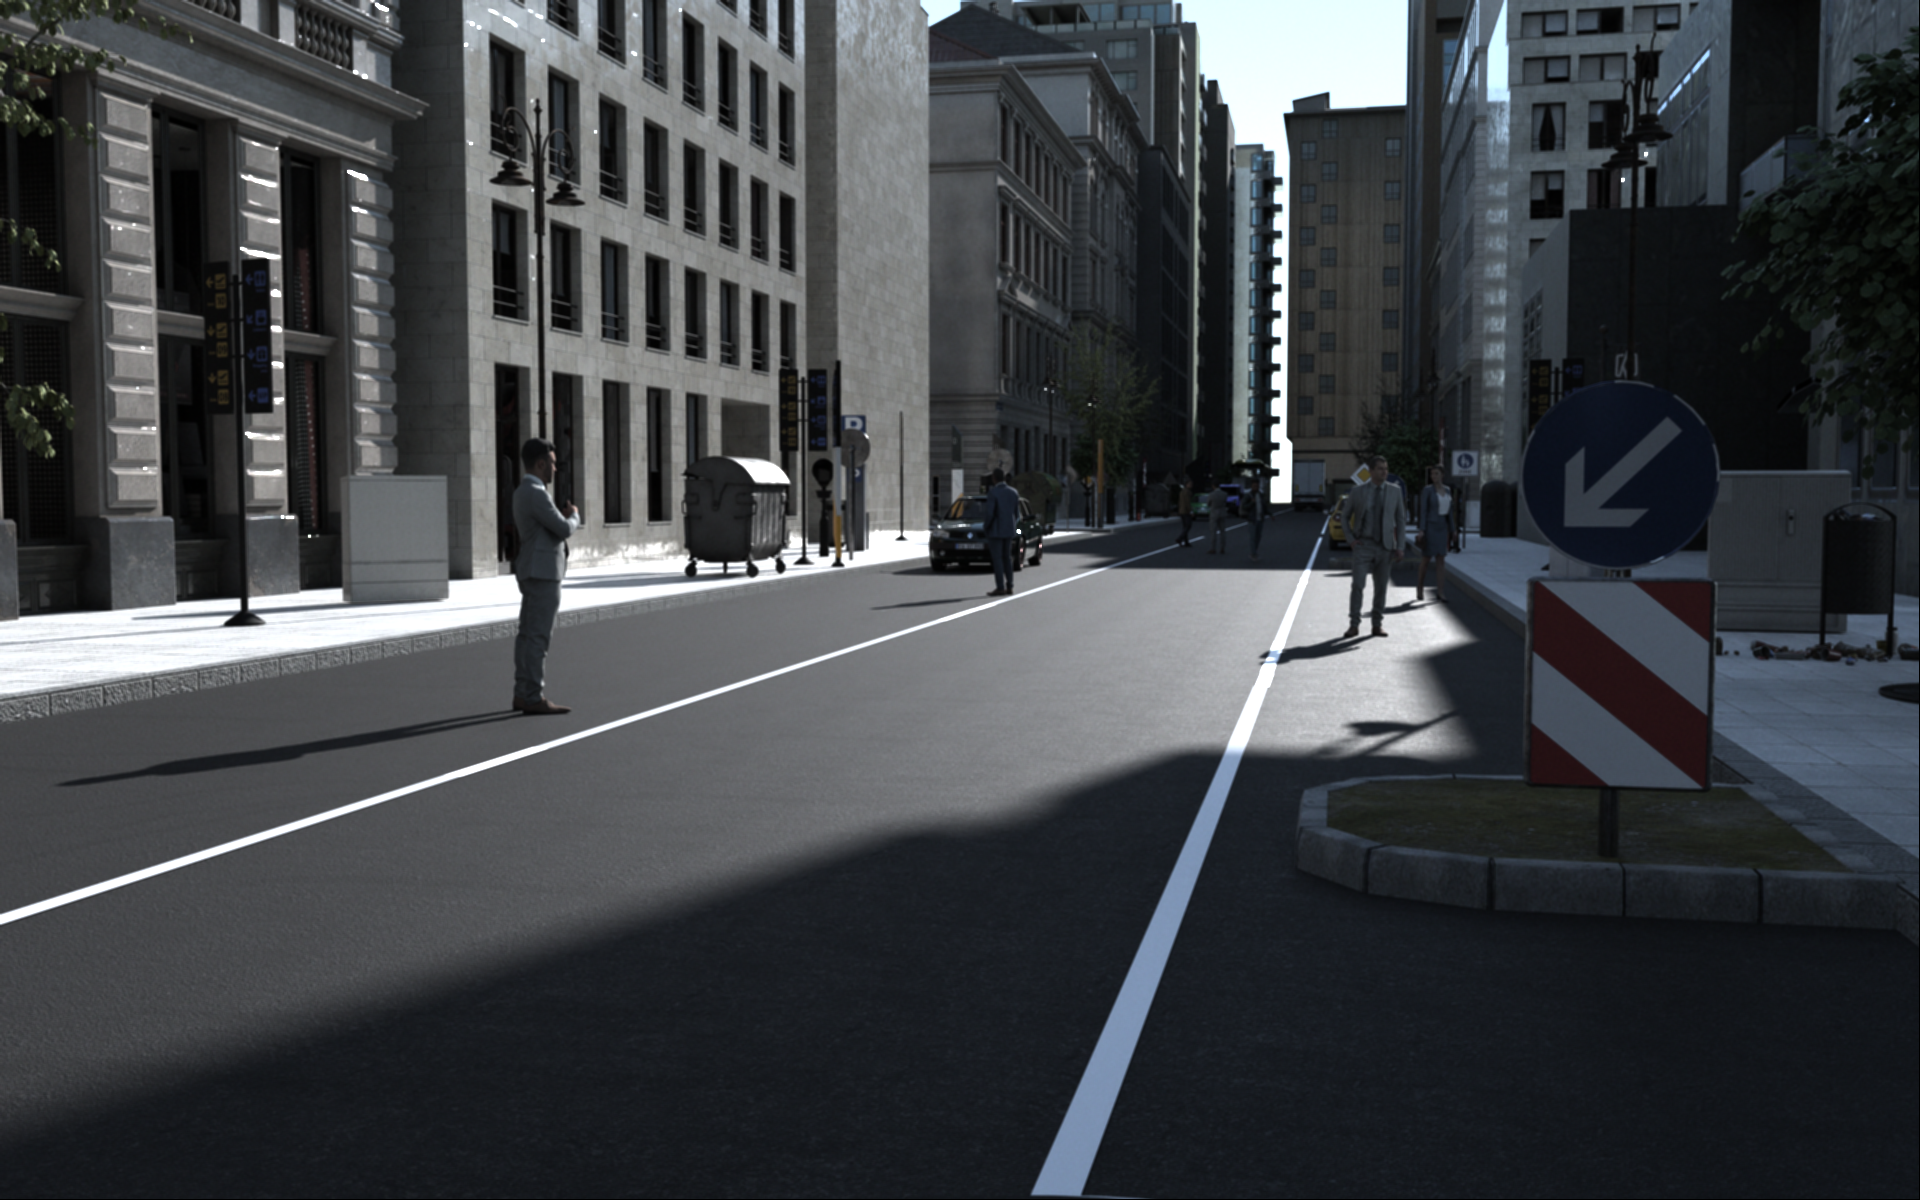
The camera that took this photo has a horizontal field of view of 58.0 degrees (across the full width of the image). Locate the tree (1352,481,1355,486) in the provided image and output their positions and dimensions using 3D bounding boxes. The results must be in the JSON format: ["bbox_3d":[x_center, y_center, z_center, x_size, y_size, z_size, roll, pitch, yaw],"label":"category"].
[{"bbox_3d":[21.155,-5.923,80.548,4.285,4.588,4.351,0,3,0],"label":"tree"}]

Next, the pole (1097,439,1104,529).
[{"bbox_3d":[5.221,-4.313,64.368,0.158,3.312,0.155,0,3,0],"label":"pole"}]

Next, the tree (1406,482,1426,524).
[{"bbox_3d":[19.735,-4.915,74.966,1.663,3.219,1.824,0,3,0],"label":"tree"}]

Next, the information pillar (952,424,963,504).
[{"bbox_3d":[-0.092,-4.074,57.963,0.183,3.616,0.504,-3,5,-42],"label":"information pillar"}]

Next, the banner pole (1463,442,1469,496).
[{"bbox_3d":[24.360,-5.712,83.404,0.401,3.779,0.863,2,4,33],"label":"banner pole"}]

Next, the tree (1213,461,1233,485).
[{"bbox_3d":[26.480,-11.356,169.380,4.285,4.588,4.351,0,3,0],"label":"tree"}]

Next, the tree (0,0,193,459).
[{"bbox_3d":[-6.901,-3.672,10.396,4.737,8.622,4.395,0,3,0],"label":"tree"}]

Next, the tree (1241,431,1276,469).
[{"bbox_3d":[34.375,-15.271,200.047,4.360,8.622,3.978,0,3,0],"label":"tree"}]

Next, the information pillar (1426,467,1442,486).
[{"bbox_3d":[12.661,-2.557,46.301,0.304,2.012,0.304,-3,5,-39],"label":"information pillar"}]

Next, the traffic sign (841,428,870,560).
[{"bbox_3d":[-2.115,-2.047,33.581,0.768,2.556,0.104,1,4,18],"label":"traffic sign"}]

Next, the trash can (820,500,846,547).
[{"bbox_3d":[-3.038,-1.860,42.067,0.748,1.137,0.748,0,3,0],"label":"trash can"}]

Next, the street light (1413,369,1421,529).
[{"bbox_3d":[16.707,-5.512,62.903,0.468,5.910,1.993,1,4,12],"label":"street light"}]

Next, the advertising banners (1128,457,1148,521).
[{"bbox_3d":[8.416,-5.238,81.823,0.090,3.025,2.074,2,4,31],"label":"advertising banners"}]

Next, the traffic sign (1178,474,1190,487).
[{"bbox_3d":[14.038,-6.644,108.727,0.768,2.556,0.104,1,4,21],"label":"traffic sign"}]

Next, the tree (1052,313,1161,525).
[{"bbox_3d":[5.806,-7.376,70.955,4.737,8.622,4.395,0,3,0],"label":"tree"}]

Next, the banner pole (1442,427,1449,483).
[{"bbox_3d":[17.980,-4.541,64.259,0.401,3.779,0.863,2,4,33],"label":"banner pole"}]

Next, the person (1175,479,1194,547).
[{"bbox_3d":[6.119,-2.351,46.852,0.656,1.842,0.836,3,5,40],"label":"person"}]

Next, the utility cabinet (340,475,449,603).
[{"bbox_3d":[-6.712,-0.728,20.577,1.173,1.500,0.318,-3,4,-38],"label":"utility cabinet"}]

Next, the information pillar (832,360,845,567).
[{"bbox_3d":[-2.171,-2.400,30.591,0.183,3.616,0.504,-1,4,-11],"label":"information pillar"}]

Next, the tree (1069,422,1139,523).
[{"bbox_3d":[6.295,-5.665,76.341,4.285,4.588,4.351,0,3,0],"label":"tree"}]

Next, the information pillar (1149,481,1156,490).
[{"bbox_3d":[11.021,-5.788,99.130,0.304,2.012,0.304,0,4,-6],"label":"information pillar"}]

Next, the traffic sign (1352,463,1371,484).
[{"bbox_3d":[12.895,-3.158,55.273,0.795,2.450,0.064,1,4,12],"label":"traffic sign"}]

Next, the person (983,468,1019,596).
[{"bbox_3d":[0.593,-0.969,24.518,0.419,1.800,0.721,3,5,41],"label":"person"}]

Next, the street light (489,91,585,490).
[{"bbox_3d":[-4.933,-2.913,20.411,0.468,5.910,1.993,1,4,12],"label":"street light"}]

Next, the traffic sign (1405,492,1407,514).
[{"bbox_3d":[21.417,-5.080,83.171,0.768,2.556,0.104,1,4,15],"label":"traffic sign"}]

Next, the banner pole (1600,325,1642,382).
[{"bbox_3d":[9.682,-2.176,25.595,0.401,3.779,0.863,-2,4,-35],"label":"banner pole"}]

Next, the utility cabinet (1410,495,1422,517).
[{"bbox_3d":[26.024,-5.314,98.038,1.020,1.237,0.306,0,4,-7],"label":"utility cabinet"}]

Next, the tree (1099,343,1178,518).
[{"bbox_3d":[8.613,-8.252,85.279,4.360,8.622,3.978,0,3,0],"label":"tree"}]

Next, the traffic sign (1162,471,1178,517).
[{"bbox_3d":[11.609,-5.861,95.830,0.884,2.594,0.081,1,4,16],"label":"traffic sign"}]

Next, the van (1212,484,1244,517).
[{"bbox_3d":[16.733,-6.365,108.448,2.240,2.365,5.245,1,4,13],"label":"van"}]

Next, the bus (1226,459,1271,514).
[{"bbox_3d":[21.057,-8.199,125.593,2.896,3.916,12.252,1,4,12],"label":"bus"}]

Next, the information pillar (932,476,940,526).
[{"bbox_3d":[-0.970,-3.963,69.286,0.304,2.012,0.304,0,4,-1],"label":"information pillar"}]

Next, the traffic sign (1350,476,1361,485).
[{"bbox_3d":[14.598,-3.635,63.075,0.795,2.450,0.064,1,4,12],"label":"traffic sign"}]

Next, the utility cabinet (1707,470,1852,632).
[{"bbox_3d":[7.604,-0.455,16.120,1.173,1.500,0.318,1,4,20],"label":"utility cabinet"}]

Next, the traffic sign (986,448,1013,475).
[{"bbox_3d":[1.105,-2.953,48.389,0.768,2.556,0.104,1,4,13],"label":"traffic sign"}]

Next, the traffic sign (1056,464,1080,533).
[{"bbox_3d":[3.574,-3.283,57.321,0.795,2.450,0.064,1,4,12],"label":"traffic sign"}]

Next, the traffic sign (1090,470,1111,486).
[{"bbox_3d":[5.277,-3.760,65.123,0.795,2.450,0.064,1,4,12],"label":"traffic sign"}]

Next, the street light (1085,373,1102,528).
[{"bbox_3d":[5.100,-5.711,66.171,0.468,5.910,1.993,1,4,12],"label":"street light"}]

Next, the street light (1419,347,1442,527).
[{"bbox_3d":[14.832,-4.994,54.444,0.468,5.910,1.993,1,4,12],"label":"street light"}]

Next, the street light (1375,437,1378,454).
[{"bbox_3d":[32.548,-9.949,135.447,0.468,5.910,1.993,1,4,12],"label":"street light"}]

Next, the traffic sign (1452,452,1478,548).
[{"bbox_3d":[11.901,-2.368,40.844,0.606,2.300,0.079,1,4,17],"label":"traffic sign"}]

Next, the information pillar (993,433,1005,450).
[{"bbox_3d":[1.466,-4.545,65.662,0.504,3.616,0.183,0,4,7],"label":"information pillar"}]

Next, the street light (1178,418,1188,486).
[{"bbox_3d":[13.337,-8.008,103.720,0.468,5.910,1.993,1,4,12],"label":"street light"}]

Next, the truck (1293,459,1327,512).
[{"bbox_3d":[29.254,-9.540,144.889,2.839,4.237,11.283,1,4,12],"label":"truck"}]

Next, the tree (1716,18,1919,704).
[{"bbox_3d":[6.521,-1.653,10.748,4.285,4.588,4.351,0,3,0],"label":"tree"}]

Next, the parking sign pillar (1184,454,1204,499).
[{"bbox_3d":[15.603,-7.785,115.755,1.447,3.967,1.447,-1,4,-20],"label":"parking sign pillar"}]

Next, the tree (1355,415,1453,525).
[{"bbox_3d":[18.680,-5.372,71.547,4.285,4.588,4.351,0,3,0],"label":"tree"}]

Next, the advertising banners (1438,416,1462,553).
[{"bbox_3d":[10.831,-2.579,38.348,0.090,3.025,2.074,0,4,3],"label":"advertising banners"}]

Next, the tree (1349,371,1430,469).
[{"bbox_3d":[25.686,-9.318,102.713,4.360,8.622,3.978,0,3,0],"label":"tree"}]

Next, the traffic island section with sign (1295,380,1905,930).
[{"bbox_3d":[2.352,0.111,6.821,1.989,1.847,2.006,1,4,12],"label":"traffic island section with sign"}]

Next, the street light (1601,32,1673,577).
[{"bbox_3d":[6.967,-2.764,17.976,0.468,5.910,1.993,1,4,12],"label":"street light"}]

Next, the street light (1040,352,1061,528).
[{"bbox_3d":[2.963,-5.122,56.540,0.468,5.910,1.993,1,4,12],"label":"street light"}]

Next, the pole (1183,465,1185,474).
[{"bbox_3d":[15.603,-7.774,120.942,0.158,3.312,0.155,0,3,0],"label":"pole"}]

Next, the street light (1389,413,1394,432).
[{"bbox_3d":[24.586,-7.727,99.120,0.468,5.910,1.993,1,4,12],"label":"street light"}]
